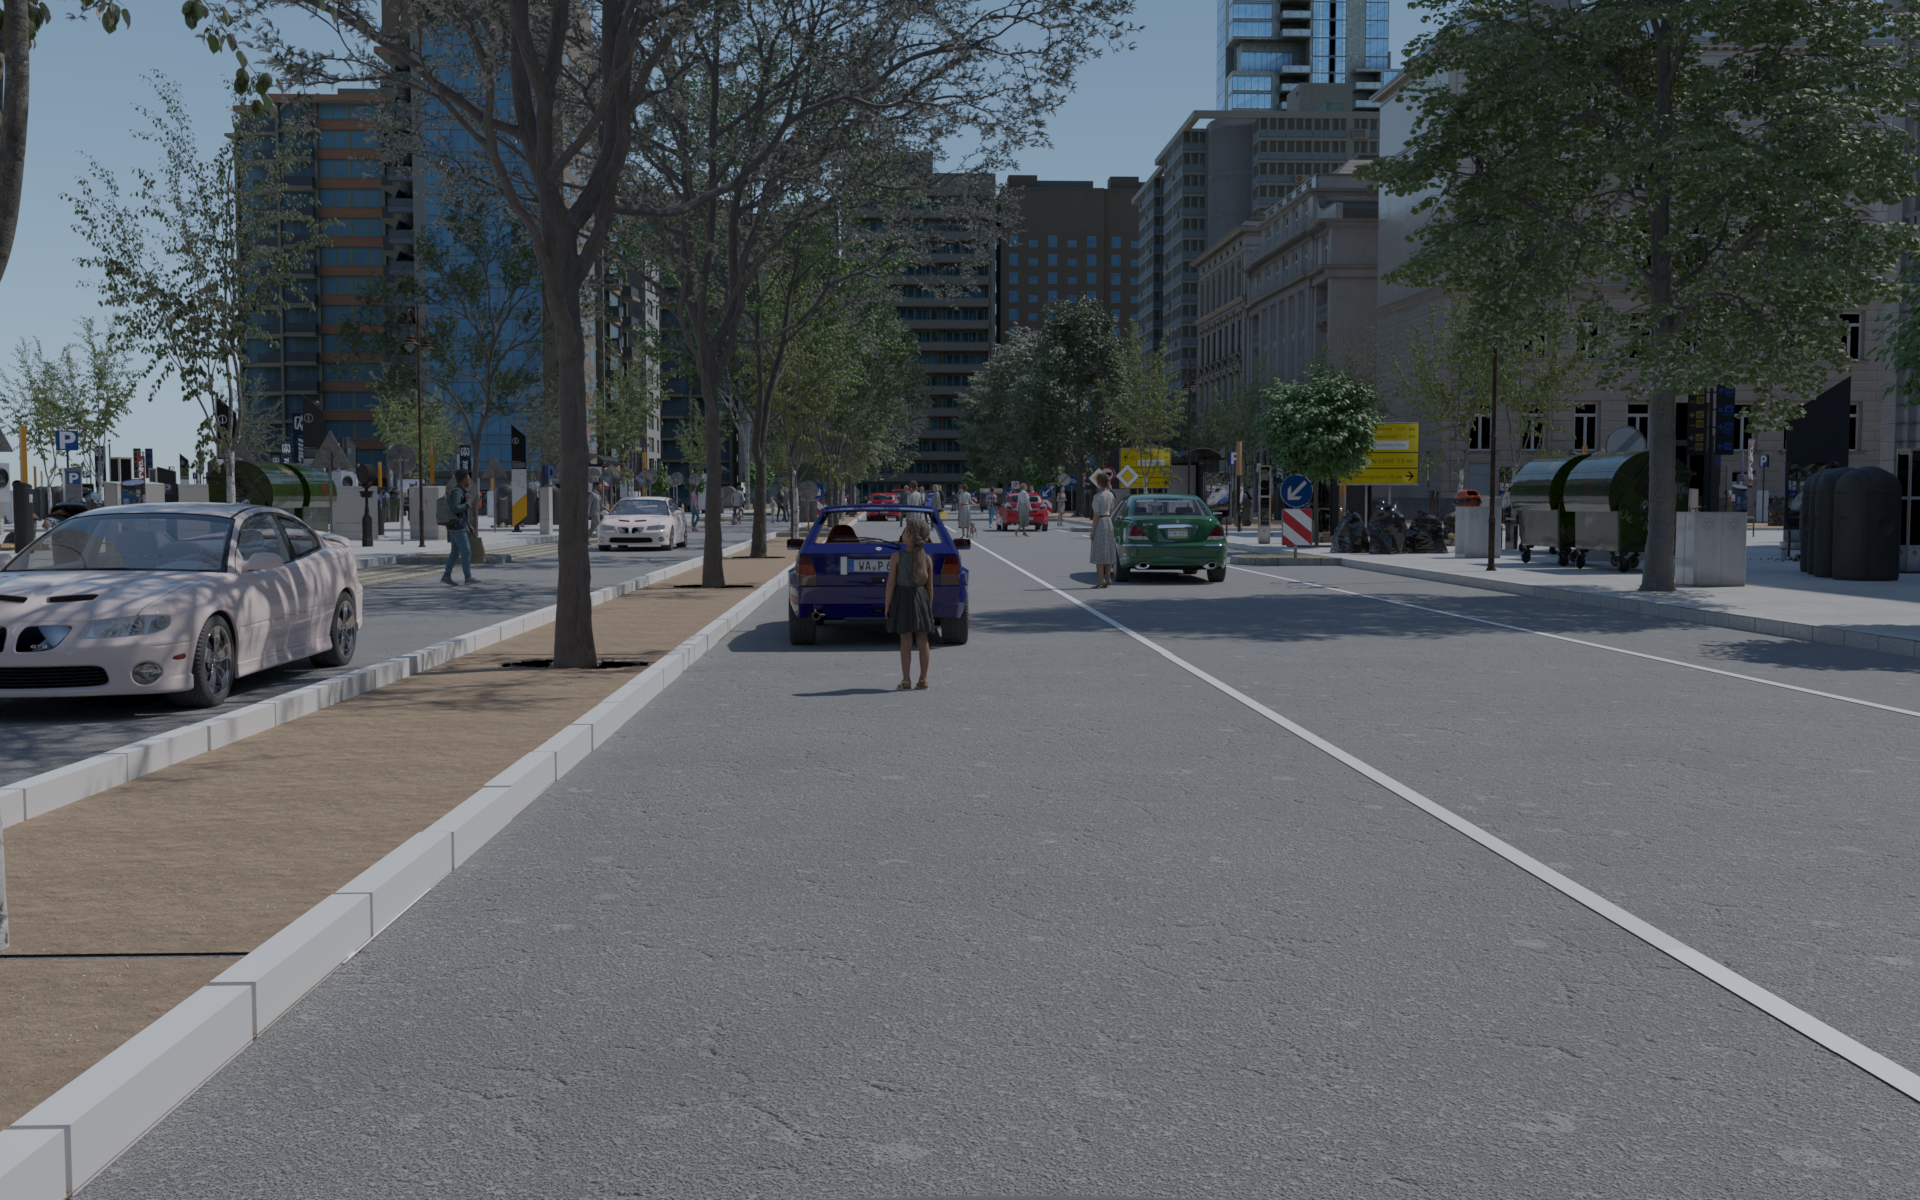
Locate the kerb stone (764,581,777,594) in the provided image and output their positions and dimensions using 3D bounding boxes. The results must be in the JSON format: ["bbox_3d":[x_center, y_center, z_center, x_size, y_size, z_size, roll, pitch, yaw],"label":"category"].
[{"bbox_3d":[-2.723,-0.140,24.507,0.120,0.150,1.000,0,4,-2],"label":"kerb stone"}]

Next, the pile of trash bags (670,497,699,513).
[{"bbox_3d":[-18.445,-6.714,119.525,3.447,1.369,1.912,0,4,-7],"label":"pile of trash bags"}]

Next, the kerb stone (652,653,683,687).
[{"bbox_3d":[-2.259,0.549,13.234,0.120,0.150,1.000,0,4,-2],"label":"kerb stone"}]

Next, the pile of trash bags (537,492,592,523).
[{"bbox_3d":[-17.884,-4.154,77.672,3.447,1.369,1.912,0,4,4],"label":"pile of trash bags"}]

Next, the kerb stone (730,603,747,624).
[{"bbox_3d":[-2.509,0.174,19.381,0.120,0.150,1.000,0,4,-2],"label":"kerb stone"}]

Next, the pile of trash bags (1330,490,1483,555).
[{"bbox_3d":[9.948,-1.722,37.914,3.447,1.369,1.912,-1,4,-23],"label":"pile of trash bags"}]

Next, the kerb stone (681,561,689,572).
[{"bbox_3d":[-5.108,-0.575,31.591,0.120,0.150,1.000,0,4,-2],"label":"kerb stone"}]

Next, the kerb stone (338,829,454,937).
[{"bbox_3d":[-1.972,0.986,6.078,0.120,0.150,1.000,0,4,-2],"label":"kerb stone"}]

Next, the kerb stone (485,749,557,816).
[{"bbox_3d":[-2.057,0.861,8.120,0.120,0.150,1.000,0,4,-2],"label":"kerb stone"}]

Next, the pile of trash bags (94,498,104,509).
[{"bbox_3d":[-26.922,-2.803,55.581,1.912,1.369,3.447,3,5,40],"label":"pile of trash bags"}]

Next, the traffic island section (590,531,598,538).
[{"bbox_3d":[-11.619,-2.169,57.747,2.009,0.180,2.903,0,4,-2],"label":"traffic island section"}]

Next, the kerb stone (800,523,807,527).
[{"bbox_3d":[-6.965,-3.366,77.235,0.120,0.150,1.000,0,4,-2],"label":"kerb stone"}]

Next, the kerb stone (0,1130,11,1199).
[{"bbox_3d":[-1.850,1.174,3.002,0.120,0.150,1.000,0,4,-2],"label":"kerb stone"}]

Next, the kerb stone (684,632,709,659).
[{"bbox_3d":[-2.345,0.423,15.277,0.120,0.150,1.000,0,4,-2],"label":"kerb stone"}]

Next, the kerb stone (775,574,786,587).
[{"bbox_3d":[-2.797,-0.265,26.549,0.120,0.150,1.000,0,4,-2],"label":"kerb stone"}]

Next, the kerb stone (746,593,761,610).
[{"bbox_3d":[-2.596,0.049,21.436,0.120,0.150,1.000,0,4,-2],"label":"kerb stone"}]

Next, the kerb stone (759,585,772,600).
[{"bbox_3d":[-2.676,-0.074,23.486,0.120,0.150,1.000,0,4,-2],"label":"kerb stone"}]

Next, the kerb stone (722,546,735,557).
[{"bbox_3d":[-5.478,-1.139,40.814,0.120,0.150,1.000,0,4,-2],"label":"kerb stone"}]

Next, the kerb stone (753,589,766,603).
[{"bbox_3d":[-2.641,-0.011,22.457,0.120,0.150,1.000,0,4,-2],"label":"kerb stone"}]

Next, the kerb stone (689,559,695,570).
[{"bbox_3d":[-5.154,-0.637,32.612,0.120,0.150,1.000,0,4,-2],"label":"kerb stone"}]

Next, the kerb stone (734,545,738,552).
[{"bbox_3d":[-5.525,-1.201,41.834,0.120,0.150,1.000,0,4,-2],"label":"kerb stone"}]

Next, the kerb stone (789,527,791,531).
[{"bbox_3d":[-6.629,-2.865,69.031,0.120,0.150,1.000,0,4,-2],"label":"kerb stone"}]

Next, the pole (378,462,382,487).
[{"bbox_3d":[-36.770,-7.095,109.840,0.158,3.312,0.155,0,3,0],"label":"pole"}]

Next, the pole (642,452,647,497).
[{"bbox_3d":[-15.320,-5.520,84.098,0.158,3.312,0.155,0,3,0],"label":"pole"}]

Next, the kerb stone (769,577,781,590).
[{"bbox_3d":[-2.764,-0.204,25.528,0.120,0.150,1.000,0,4,-2],"label":"kerb stone"}]

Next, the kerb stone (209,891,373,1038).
[{"bbox_3d":[-1.933,1.048,5.057,0.120,0.150,1.000,0,4,-2],"label":"kerb stone"}]

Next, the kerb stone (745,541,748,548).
[{"bbox_3d":[-5.655,-1.389,44.909,0.120,0.150,1.000,0,4,-2],"label":"kerb stone"}]

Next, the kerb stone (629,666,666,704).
[{"bbox_3d":[-2.219,0.611,12.213,0.120,0.150,1.000,0,4,-2],"label":"kerb stone"}]

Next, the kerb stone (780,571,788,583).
[{"bbox_3d":[-2.835,-0.326,27.572,0.120,0.150,1.000,0,4,-2],"label":"kerb stone"}]

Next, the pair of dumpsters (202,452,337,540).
[{"bbox_3d":[-15.213,-2.189,38.290,1.574,2.255,4.437,0,4,-2],"label":"pair of dumpsters"}]

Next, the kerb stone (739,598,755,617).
[{"bbox_3d":[-2.551,0.109,20.407,0.120,0.150,1.000,0,4,-2],"label":"kerb stone"}]

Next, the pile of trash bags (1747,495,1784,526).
[{"bbox_3d":[33.022,-3.686,70.025,3.447,1.369,1.912,3,5,44],"label":"pile of trash bags"}]

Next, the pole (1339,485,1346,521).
[{"bbox_3d":[11.468,-3.550,51.885,0.158,3.312,0.155,0,3,0],"label":"pole"}]

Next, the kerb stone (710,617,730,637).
[{"bbox_3d":[-2.433,0.305,17.328,0.120,0.150,1.000,0,4,-2],"label":"kerb stone"}]

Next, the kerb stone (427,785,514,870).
[{"bbox_3d":[-2.008,0.927,7.100,0.120,0.150,1.000,0,4,-2],"label":"kerb stone"}]

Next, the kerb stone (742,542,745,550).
[{"bbox_3d":[-5.606,-1.326,43.888,0.120,0.150,1.000,0,4,-2],"label":"kerb stone"}]

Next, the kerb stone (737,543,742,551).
[{"bbox_3d":[-5.571,-1.261,42.867,0.120,0.150,1.000,0,4,-2],"label":"kerb stone"}]

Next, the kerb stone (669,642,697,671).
[{"bbox_3d":[-2.305,0.488,14.255,0.120,0.150,1.000,0,4,-2],"label":"kerb stone"}]

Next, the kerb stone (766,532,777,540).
[{"bbox_3d":[-6.107,-2.076,56.162,0.120,0.150,1.000,0,4,-2],"label":"kerb stone"}]

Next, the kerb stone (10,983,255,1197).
[{"bbox_3d":[-1.889,1.111,4.023,0.120,0.150,1.000,0,4,-2],"label":"kerb stone"}]

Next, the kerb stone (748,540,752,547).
[{"bbox_3d":[-5.690,-1.452,45.931,0.120,0.150,1.000,0,4,-2],"label":"kerb stone"}]

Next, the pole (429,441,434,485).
[{"bbox_3d":[-20.177,-4.427,66.222,0.158,3.312,0.155,0,3,0],"label":"pole"}]

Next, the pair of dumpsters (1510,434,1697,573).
[{"bbox_3d":[11.143,-1.693,30.174,1.574,2.255,4.437,0,4,-2],"label":"pair of dumpsters"}]

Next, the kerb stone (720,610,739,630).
[{"bbox_3d":[-2.471,0.238,18.357,0.120,0.150,1.000,0,4,-2],"label":"kerb stone"}]

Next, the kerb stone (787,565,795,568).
[{"bbox_3d":[-2.933,-0.453,29.621,0.120,0.150,1.000,0,4,-2],"label":"kerb stone"}]

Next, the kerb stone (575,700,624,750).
[{"bbox_3d":[-2.128,0.736,10.169,0.120,0.150,1.000,0,4,-2],"label":"kerb stone"}]

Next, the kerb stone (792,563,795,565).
[{"bbox_3d":[-2.977,-0.513,30.642,0.120,0.150,1.000,0,4,-2],"label":"kerb stone"}]

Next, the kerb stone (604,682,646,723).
[{"bbox_3d":[-2.175,0.673,11.192,0.120,0.150,1.000,0,4,-2],"label":"kerb stone"}]

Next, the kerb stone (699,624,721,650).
[{"bbox_3d":[-2.382,0.361,16.298,0.120,0.150,1.000,0,4,-2],"label":"kerb stone"}]

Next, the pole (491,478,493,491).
[{"bbox_3d":[-33.147,-7.886,122.785,0.158,3.312,0.155,0,3,0],"label":"pole"}]

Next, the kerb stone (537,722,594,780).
[{"bbox_3d":[-2.094,0.801,9.148,0.120,0.150,1.000,0,4,-2],"label":"kerb stone"}]

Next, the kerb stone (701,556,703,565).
[{"bbox_3d":[-5.241,-0.760,34.665,0.120,0.150,1.000,0,4,-2],"label":"kerb stone"}]

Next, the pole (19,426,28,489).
[{"bbox_3d":[-27.973,-3.543,51.772,0.158,3.312,0.155,0,3,0],"label":"pole"}]

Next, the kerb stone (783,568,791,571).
[{"bbox_3d":[-2.887,-0.389,28.593,0.120,0.150,1.000,0,4,-2],"label":"kerb stone"}]

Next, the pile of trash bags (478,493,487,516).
[{"bbox_3d":[-28.670,-5.640,101.971,1.912,1.369,3.447,-2,4,-28],"label":"pile of trash bags"}]

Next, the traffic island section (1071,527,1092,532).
[{"bbox_3d":[5.335,-2.700,66.419,2.009,0.180,2.903,0,4,-2],"label":"traffic island section"}]

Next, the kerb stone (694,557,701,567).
[{"bbox_3d":[-5.194,-0.698,33.644,0.120,0.150,1.000,0,4,-2],"label":"kerb stone"}]
